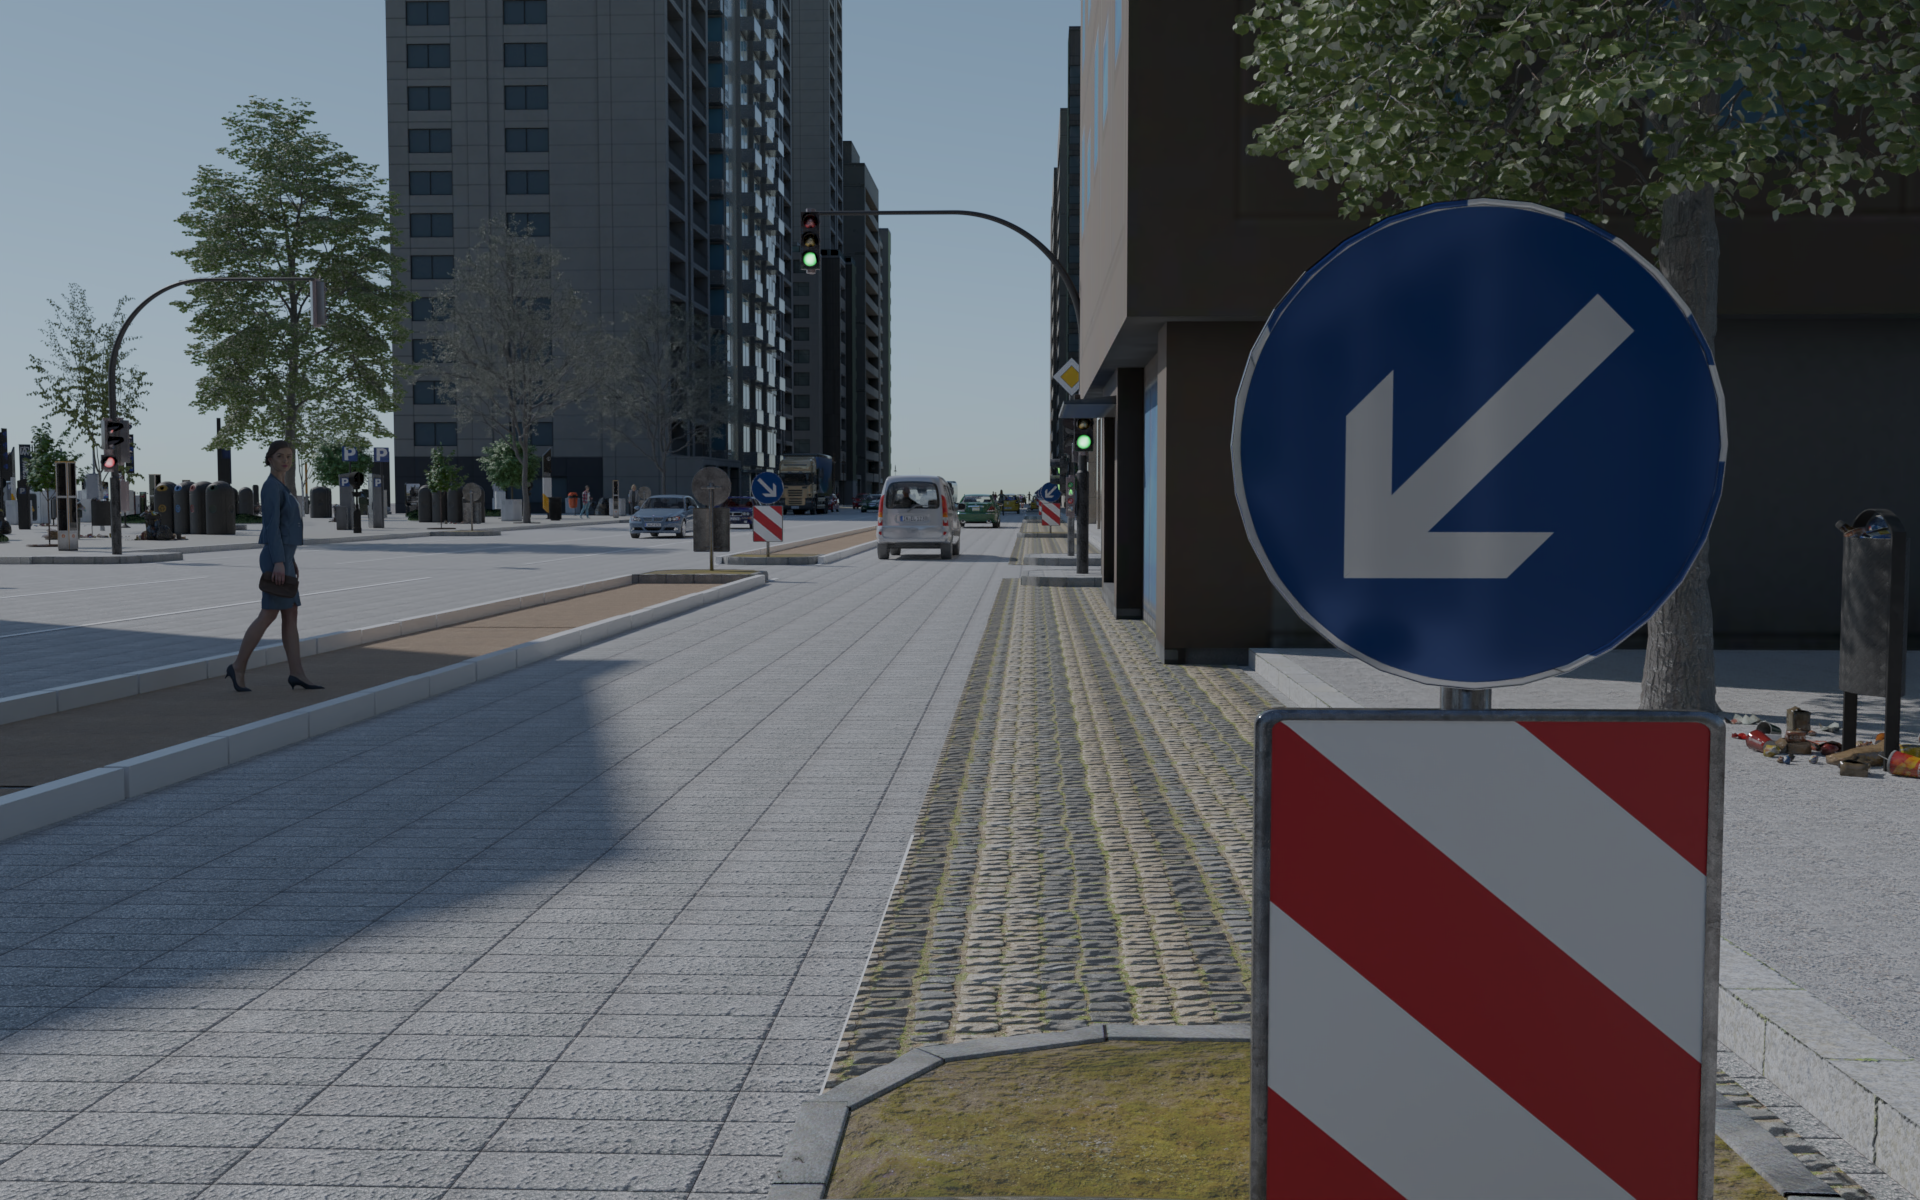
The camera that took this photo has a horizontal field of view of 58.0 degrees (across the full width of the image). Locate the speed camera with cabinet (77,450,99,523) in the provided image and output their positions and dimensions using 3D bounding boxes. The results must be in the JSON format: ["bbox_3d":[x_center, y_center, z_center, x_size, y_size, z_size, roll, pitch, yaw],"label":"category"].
[{"bbox_3d":[-39.364,-5.112,77.918,0.660,3.252,2.038,-3,5,-44],"label":"speed camera with cabinet"}]

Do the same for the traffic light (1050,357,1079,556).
[{"bbox_3d":[2.282,-2.866,35.782,0.839,4.253,0.868,0,4,2],"label":"traffic light"}]

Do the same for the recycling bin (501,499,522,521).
[{"bbox_3d":[-21.138,-4.226,81.649,0.722,1.027,0.722,1,4,21],"label":"recycling bin"}]

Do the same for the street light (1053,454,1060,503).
[{"bbox_3d":[11.097,-13.632,195.668,0.468,5.910,1.993,0,4,2],"label":"street light"}]

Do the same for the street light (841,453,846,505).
[{"bbox_3d":[-13.212,-13.691,196.636,0.468,5.910,1.993,0,4,2],"label":"street light"}]

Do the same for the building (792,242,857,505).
[{"bbox_3d":[-19.774,-26.347,202.471,14.160,30.474,14.107,0,4,2],"label":"building"}]

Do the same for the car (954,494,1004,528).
[{"bbox_3d":[0.784,-3.824,74.315,2.131,1.459,4.920,0,4,3],"label":"car"}]

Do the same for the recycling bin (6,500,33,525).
[{"bbox_3d":[-39.030,-3.626,71.845,0.722,1.027,0.722,2,4,26],"label":"recycling bin"}]

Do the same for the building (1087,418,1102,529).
[{"bbox_3d":[14.850,-16.109,67.893,19.350,26.468,34.151,0,4,2],"label":"building"}]

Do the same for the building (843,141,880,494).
[{"bbox_3d":[-22.802,-37.759,241.058,21.300,48.544,21.600,0,4,2],"label":"building"}]

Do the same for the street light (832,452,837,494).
[{"bbox_3d":[-13.599,-13.132,187.502,0.468,5.910,1.993,0,4,2],"label":"street light"}]

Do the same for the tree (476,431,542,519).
[{"bbox_3d":[-23.626,-6.557,90.914,4.285,4.588,4.351,0,3,0],"label":"tree"}]

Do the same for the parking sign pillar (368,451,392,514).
[{"bbox_3d":[-36.650,-7.388,109.264,1.447,3.967,1.447,-2,4,-25],"label":"parking sign pillar"}]

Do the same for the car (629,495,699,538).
[{"bbox_3d":[-9.713,-2.789,57.599,2.014,1.417,4.499,0,4,3],"label":"car"}]

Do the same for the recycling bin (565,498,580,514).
[{"bbox_3d":[-24.864,-6.036,111.236,0.722,1.027,0.722,1,4,14],"label":"recycling bin"}]

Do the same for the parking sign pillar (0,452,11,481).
[{"bbox_3d":[-60.922,-7.443,110.163,1.447,3.967,1.447,0,4,7],"label":"parking sign pillar"}]

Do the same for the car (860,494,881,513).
[{"bbox_3d":[-6.749,-7.579,135.707,2.131,1.459,4.920,0,4,1],"label":"car"}]

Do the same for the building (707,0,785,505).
[{"bbox_3d":[-27.225,-32.314,147.947,23.786,49.044,30.456,0,4,2],"label":"building"}]

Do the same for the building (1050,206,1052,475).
[{"bbox_3d":[20.565,-37.397,261.546,14.600,45.320,14.200,0,4,2],"label":"building"}]

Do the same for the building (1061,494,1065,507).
[{"bbox_3d":[26.486,-29.477,173.823,32.217,40.220,23.993,0,4,2],"label":"building"}]

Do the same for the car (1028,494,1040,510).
[{"bbox_3d":[6.701,-8.183,144.009,2.015,1.641,3.980,0,4,2],"label":"car"}]

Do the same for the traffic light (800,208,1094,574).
[{"bbox_3d":[-0.146,-3.247,27.750,4.771,5.953,1.251,0,4,2],"label":"traffic light"}]

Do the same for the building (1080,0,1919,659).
[{"bbox_3d":[8.527,-22.591,19.466,14.600,45.320,14.200,0,4,2],"label":"building"}]

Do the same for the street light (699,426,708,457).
[{"bbox_3d":[-16.765,-8.602,113.428,0.468,5.910,1.993,0,4,2],"label":"street light"}]

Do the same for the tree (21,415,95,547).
[{"bbox_3d":[-22.202,-2.903,42.071,1.663,3.219,1.824,0,3,0],"label":"tree"}]

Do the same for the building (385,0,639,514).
[{"bbox_3d":[-26.489,-41.782,121.380,20.563,71.187,20.611,0,4,2],"label":"building"}]

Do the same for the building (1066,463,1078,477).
[{"bbox_3d":[18.979,-42.692,136.265,20.563,71.187,20.611,0,4,2],"label":"building"}]

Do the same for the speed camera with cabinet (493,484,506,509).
[{"bbox_3d":[-28.690,-6.945,107.879,0.660,3.252,2.038,-1,4,-20],"label":"speed camera with cabinet"}]

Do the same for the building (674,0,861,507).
[{"bbox_3d":[-23.244,-47.758,219.101,20.563,71.187,20.611,0,4,2],"label":"building"}]

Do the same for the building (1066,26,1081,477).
[{"bbox_3d":[16.571,-28.843,155.185,14.154,41.232,14.086,0,4,2],"label":"building"}]

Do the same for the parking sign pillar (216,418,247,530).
[{"bbox_3d":[-26.301,-4.490,61.881,1.447,3.967,1.447,-2,4,-23],"label":"parking sign pillar"}]

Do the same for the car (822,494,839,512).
[{"bbox_3d":[-10.683,-7.848,137.354,2.155,1.783,4.494,0,4,4],"label":"car"}]

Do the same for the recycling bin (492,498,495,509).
[{"bbox_3d":[-29.253,-5.959,109.976,0.722,1.027,0.722,-2,4,-27],"label":"recycling bin"}]

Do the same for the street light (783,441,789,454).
[{"bbox_3d":[-15.150,-10.864,150.412,0.468,5.910,1.993,0,4,2],"label":"street light"}]

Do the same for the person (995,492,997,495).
[{"bbox_3d":[5.210,-15.211,258.029,0.721,1.723,1.217,-3,4,-38],"label":"person"}]

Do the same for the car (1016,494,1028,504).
[{"bbox_3d":[8.576,-14.362,245.038,2.015,1.641,3.980,0,4,3],"label":"car"}]

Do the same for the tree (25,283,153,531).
[{"bbox_3d":[-29.956,-6.710,60.076,4.737,8.622,4.395,0,3,0],"label":"tree"}]

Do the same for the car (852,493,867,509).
[{"bbox_3d":[-9.141,-9.514,164.595,2.155,1.783,4.494,0,4,3],"label":"car"}]

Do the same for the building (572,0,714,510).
[{"bbox_3d":[-25.400,-44.935,172.940,20.563,71.187,20.611,0,4,2],"label":"building"}]

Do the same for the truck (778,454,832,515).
[{"bbox_3d":[-10.908,-8.145,122.078,2.839,4.237,11.283,0,4,3],"label":"truck"}]

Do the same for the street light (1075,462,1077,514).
[{"bbox_3d":[7.536,-8.552,112.618,0.468,5.910,1.993,0,4,2],"label":"street light"}]

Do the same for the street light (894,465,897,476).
[{"bbox_3d":[-10.101,-18.222,270.718,0.468,5.910,1.993,0,4,2],"label":"street light"}]

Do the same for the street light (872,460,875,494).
[{"bbox_3d":[-11.682,-15.958,233.708,0.468,5.910,1.993,0,4,2],"label":"street light"}]

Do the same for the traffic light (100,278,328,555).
[{"bbox_3d":[-15.769,-3.785,36.554,4.771,5.953,1.251,0,4,2],"label":"traffic light"}]

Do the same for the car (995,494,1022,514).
[{"bbox_3d":[3.499,-7.060,125.653,2.015,1.641,3.980,0,4,3],"label":"car"}]

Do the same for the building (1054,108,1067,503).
[{"bbox_3d":[22.430,-35.717,207.677,21.300,48.544,21.600,0,4,2],"label":"building"}]

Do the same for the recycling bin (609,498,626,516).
[{"bbox_3d":[-19.742,-5.337,99.819,0.722,1.027,0.722,1,4,11],"label":"recycling bin"}]

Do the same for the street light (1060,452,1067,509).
[{"bbox_3d":[9.141,-10.814,149.602,0.468,5.910,1.993,0,4,2],"label":"street light"}]

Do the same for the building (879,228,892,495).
[{"bbox_3d":[-17.828,-35.197,259.071,14.154,41.232,14.086,0,4,2],"label":"building"}]

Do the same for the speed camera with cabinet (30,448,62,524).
[{"bbox_3d":[-39.486,-4.922,74.816,2.038,3.252,0.660,1,4,17],"label":"speed camera with cabinet"}]

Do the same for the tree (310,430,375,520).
[{"bbox_3d":[-30.340,-6.203,85.128,4.285,4.588,4.351,0,3,0],"label":"tree"}]

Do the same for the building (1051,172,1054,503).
[{"bbox_3d":[23.650,-37.902,243.390,21.300,48.544,21.600,0,4,2],"label":"building"}]

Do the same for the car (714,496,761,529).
[{"bbox_3d":[-9.207,-3.653,72.299,1.945,1.354,3.894,0,4,1],"label":"car"}]
